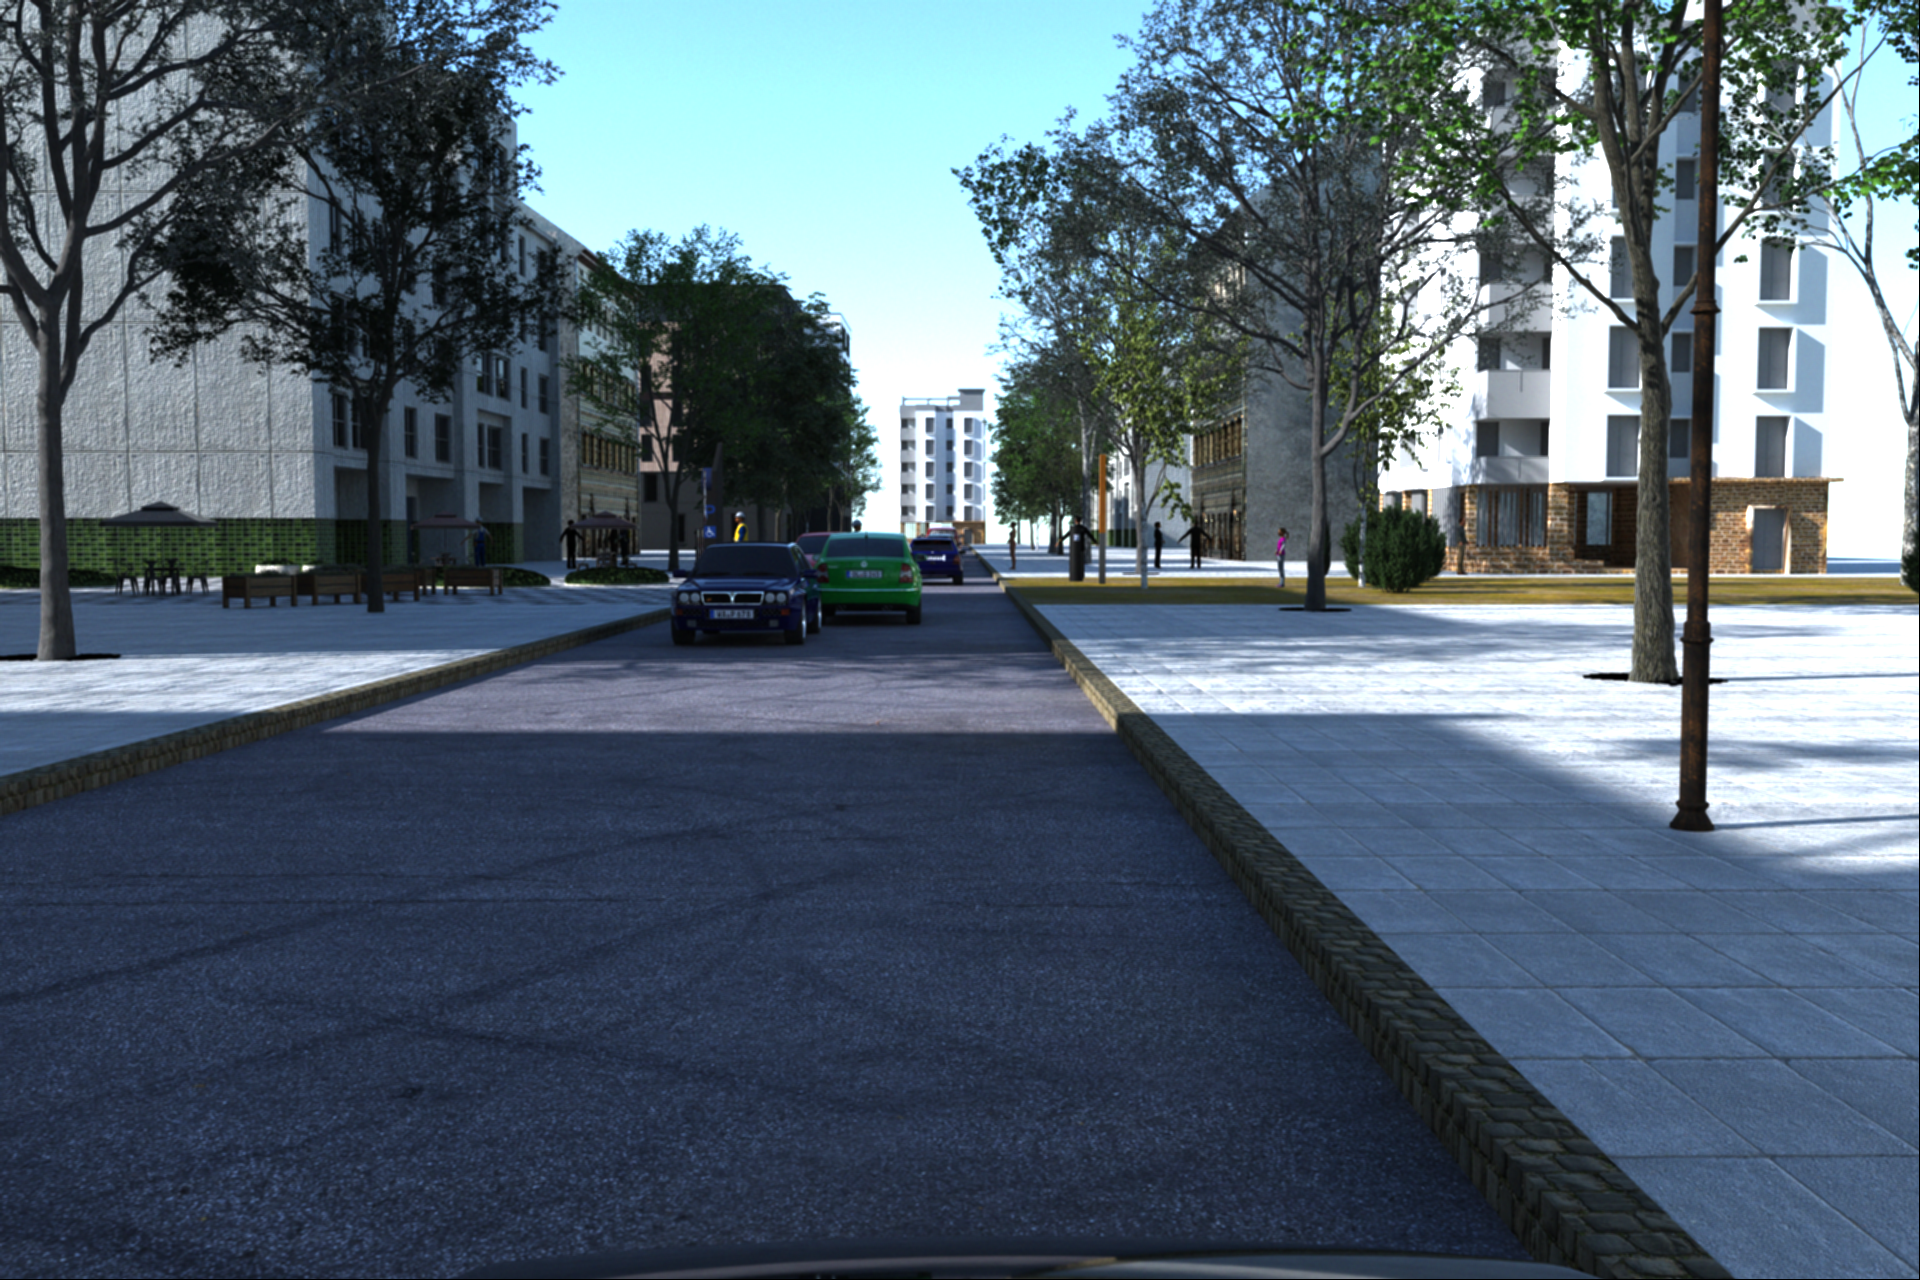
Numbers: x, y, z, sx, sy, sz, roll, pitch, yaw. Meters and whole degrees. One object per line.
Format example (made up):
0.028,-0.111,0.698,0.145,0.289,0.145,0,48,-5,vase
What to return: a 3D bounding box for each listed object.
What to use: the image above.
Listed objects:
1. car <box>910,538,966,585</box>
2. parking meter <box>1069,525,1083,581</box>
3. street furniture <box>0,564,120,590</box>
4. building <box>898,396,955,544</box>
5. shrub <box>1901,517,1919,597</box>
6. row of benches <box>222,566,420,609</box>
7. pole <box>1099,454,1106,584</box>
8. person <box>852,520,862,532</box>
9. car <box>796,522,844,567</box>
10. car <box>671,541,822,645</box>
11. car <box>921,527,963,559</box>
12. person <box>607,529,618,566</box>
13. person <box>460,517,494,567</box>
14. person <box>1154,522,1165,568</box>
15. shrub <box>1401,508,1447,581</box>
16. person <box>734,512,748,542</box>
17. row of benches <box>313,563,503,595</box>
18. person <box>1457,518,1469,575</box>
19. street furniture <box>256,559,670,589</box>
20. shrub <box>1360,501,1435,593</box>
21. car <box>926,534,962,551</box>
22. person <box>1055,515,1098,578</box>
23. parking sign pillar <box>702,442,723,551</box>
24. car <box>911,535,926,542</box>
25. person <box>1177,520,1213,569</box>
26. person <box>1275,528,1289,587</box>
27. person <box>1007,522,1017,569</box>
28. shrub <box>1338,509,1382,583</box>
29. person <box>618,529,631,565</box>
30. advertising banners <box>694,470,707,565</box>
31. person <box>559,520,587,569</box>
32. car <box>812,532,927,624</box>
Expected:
-0.794,-2.269,49.683,1.945,1.354,3.894,0,4,-1,car
3.156,-2.359,46.985,0.372,1.533,0.369,0,3,0,parking meter
-25.127,-1.698,43.386,5.734,0.657,10.072,-3,4,-39,street furniture
-7.848,-22.674,229.592,11.380,20.090,16.016,1,4,9,building
18.768,-1.762,32.849,1.661,2.075,1.752,0,3,0,shrub
-11.550,-0.995,31.733,1.422,0.672,4.104,2,4,29,row of benches
3.657,-3.097,44.472,0.158,3.312,0.155,0,3,0,pole
-2.365,-1.977,41.253,0.721,1.772,1.216,-2,4,-33,person
-2.732,-1.673,36.389,2.155,1.783,4.494,0,4,0,car
-2.867,-0.679,23.684,1.945,1.354,3.894,0,3,0,car
-0.945,-5.058,91.368,2.281,1.827,5.304,0,4,-1,car
-13.366,-3.704,66.694,0.704,1.812,1.346,-2,4,-26,person
-15.685,-3.094,56.448,0.705,1.847,1.347,2,4,35,person
7.483,-3.550,64.770,0.721,1.740,1.216,0,4,-5,person
12.586,-2.634,47.489,1.690,2.028,1.600,0,3,0,shrub
-5.525,-2.290,43.415,0.705,1.833,1.349,-1,4,-9,person
-11.825,-1.300,36.721,4.104,0.672,1.422,0,4,3,row of benches
15.867,-2.962,54.694,0.705,1.796,1.348,2,4,25,person
-12.745,-1.736,44.005,10.072,0.657,5.734,1,4,18,street furniture
9.498,-2.035,37.688,1.690,2.028,1.600,0,3,0,shrub
-0.899,-4.257,79.387,2.009,1.686,4.222,0,4,0,car
3.413,-2.704,50.139,1.347,1.837,0.705,-1,4,-21,person
-7.183,-3.786,50.371,1.447,3.967,1.447,0,4,0,parking sign pillar
-2.525,-6.903,125.449,1.945,1.354,3.894,0,4,0,car
8.762,-3.558,64.398,1.346,1.802,0.704,0,4,-4,person
7.721,-1.998,41.938,0.599,1.433,0.991,0,4,5,person
1.846,-3.435,62.958,0.721,1.733,1.217,1,4,9,person
10.751,-2.498,45.264,1.690,2.028,1.600,0,3,0,shrub
-13.833,-4.005,71.255,0.705,1.856,1.354,1,4,14,person
-6.982,-3.091,46.732,0.090,3.025,2.074,0,3,0,advertising banners
-14.323,-3.532,63.935,1.347,1.806,0.705,2,4,31,person
-1.523,-1.227,28.857,1.959,1.807,4.718,0,4,-1,car
